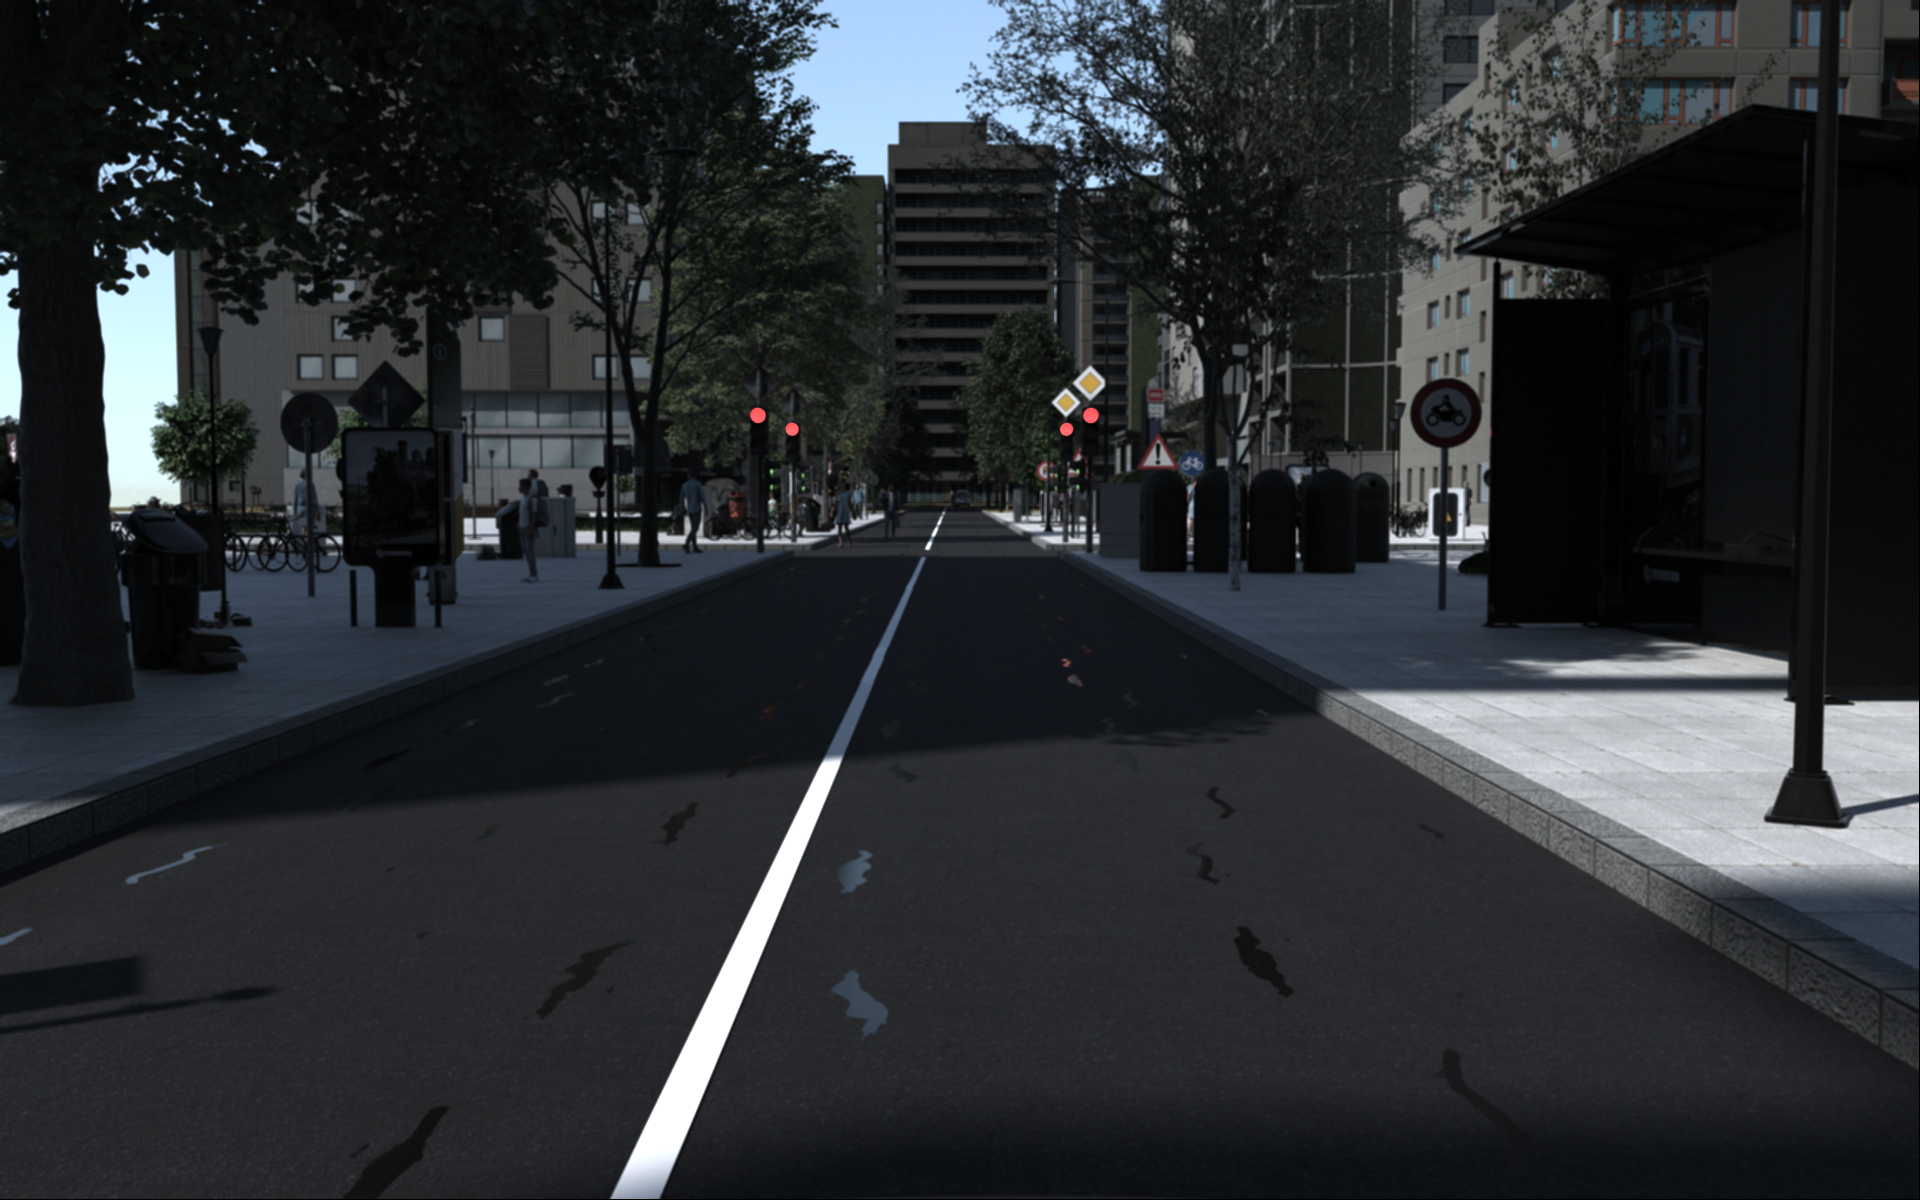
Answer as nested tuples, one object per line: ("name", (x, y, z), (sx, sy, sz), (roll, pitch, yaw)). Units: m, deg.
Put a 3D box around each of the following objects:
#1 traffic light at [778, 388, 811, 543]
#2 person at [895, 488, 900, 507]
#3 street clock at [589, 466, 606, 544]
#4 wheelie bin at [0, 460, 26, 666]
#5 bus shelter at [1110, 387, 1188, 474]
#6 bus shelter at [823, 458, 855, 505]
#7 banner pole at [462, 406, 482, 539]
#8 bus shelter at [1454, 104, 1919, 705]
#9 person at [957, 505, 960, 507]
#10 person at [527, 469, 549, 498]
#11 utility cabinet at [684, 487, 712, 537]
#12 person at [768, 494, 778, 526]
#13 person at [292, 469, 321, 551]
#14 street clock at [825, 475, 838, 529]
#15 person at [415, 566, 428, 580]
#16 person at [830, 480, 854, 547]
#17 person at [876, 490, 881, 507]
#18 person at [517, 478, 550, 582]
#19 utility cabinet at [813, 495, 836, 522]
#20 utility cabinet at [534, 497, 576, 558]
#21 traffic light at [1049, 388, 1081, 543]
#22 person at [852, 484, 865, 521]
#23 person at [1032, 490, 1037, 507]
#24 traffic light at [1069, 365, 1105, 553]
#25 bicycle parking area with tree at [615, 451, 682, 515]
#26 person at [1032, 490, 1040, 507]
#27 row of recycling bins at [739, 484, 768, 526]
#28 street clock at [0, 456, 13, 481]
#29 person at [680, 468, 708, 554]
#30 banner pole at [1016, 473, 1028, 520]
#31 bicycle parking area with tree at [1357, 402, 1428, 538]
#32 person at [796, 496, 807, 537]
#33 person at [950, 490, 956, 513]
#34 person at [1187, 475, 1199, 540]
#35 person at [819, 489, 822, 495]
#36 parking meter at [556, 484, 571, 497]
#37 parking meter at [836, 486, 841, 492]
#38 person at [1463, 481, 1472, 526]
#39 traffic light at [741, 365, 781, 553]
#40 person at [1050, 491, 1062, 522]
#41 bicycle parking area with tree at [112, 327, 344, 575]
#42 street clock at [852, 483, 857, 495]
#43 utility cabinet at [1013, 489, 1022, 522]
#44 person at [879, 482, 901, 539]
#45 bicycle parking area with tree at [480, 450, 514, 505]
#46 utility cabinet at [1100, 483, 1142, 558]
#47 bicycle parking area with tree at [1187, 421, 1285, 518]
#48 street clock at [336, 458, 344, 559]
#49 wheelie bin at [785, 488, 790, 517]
("traffic light", (-4.383, -3.476, 45.750), (0.839, 4.253, 0.868), (0, 4, 0))
("person", (-5.098, -8.193, 140.674), (0.551, 1.740, 0.621), (1, 4, 22))
("street clock", (-9.367, -2.468, 44.930), (0.471, 2.002, 0.358), (-1, 4, -12))
("wheelie bin", (-7.137, -0.327, 13.259), (0.693, 1.594, 0.980), (-2, 4, -28))
("bus shelter", (6.662, -5.213, 62.871), (2.179, 5.291, 8.768), (0, 4, 0))
("bus shelter", (-7.953, -7.550, 114.727), (1.731, 3.624, 6.357), (0, 3, 0))
("banner pole", (-14.066, -3.621, 49.226), (0.863, 3.779, 0.401), (-1, 4, -18))
("bus shelter", (5.601, -1.364, 13.586), (1.731, 3.624, 6.357), (0, 4, 0))
("person", (-0.172, -11.260, 193.535), (0.436, 1.711, 0.756), (-1, 4, -12))
("person", (-9.382, -1.979, 38.506), (0.850, 1.850, 0.679), (2, 4, 26))
("utility cabinet", (-7.726, -2.589, 51.003), (0.318, 1.500, 1.173), (-3, 4, -36))
("person", (-7.376, -3.552, 68.369), (0.306, 1.304, 0.590), (-2, 4, -31))
("person", (-14.074, -1.904, 37.197), (0.581, 1.822, 0.654), (0, 4, 4))
("street clock", (-4.765, -3.656, 64.343), (0.358, 2.002, 0.471), (3, 4, 37))
("person", (-8.012, -0.947, 25.800), (0.394, 1.301, 0.425), (2, 4, 24))
("person", (-3.177, -2.330, 46.685), (0.616, 1.811, 0.778), (1, 4, 15))
("person", (-8.054, -10.068, 171.321), (0.551, 1.740, 0.621), (-1, 4, -13))
("person", (-6.299, -1.023, 25.360), (0.503, 1.515, 0.523), (2, 4, 23))
("utility cabinet", (-6.247, -4.217, 80.110), (1.020, 1.237, 0.306), (-1, 4, -18))
("utility cabinet", (-8.252, -1.468, 35.165), (1.020, 1.237, 0.306), (3, 4, 37))
("traffic light", (2.778, -3.479, 45.798), (0.839, 4.253, 0.868), (0, 4, 0))
("person", (-4.866, -4.705, 83.319), (0.601, 1.785, 0.444), (2, 4, 28))
("person", (7.563, -10.330, 175.608), (0.551, 1.740, 0.621), (1, 4, 14))
("traffic light", (2.813, -2.990, 37.813), (0.839, 4.253, 0.868), (0, 4, 0))
("bicycle parking area with tree", (-18.065, -7.605, 111.345), (9.016, 4.147, 8.231), (0, 4, -2))
("person", (7.715, -10.076, 171.300), (1.217, 1.766, 0.721), (0, 4, 4))
("row of recycling bins", (-8.593, -3.939, 71.523), (1.069, 1.692, 3.534), (0, 4, 3))
("street clock", (-18.395, -1.759, 33.331), (0.358, 2.002, 0.471), (0, 4, -7))
("person", (-5.831, -1.934, 37.521), (0.638, 1.841, 0.748), (3, 4, 39))
("banner pole", (3.082, -5.772, 84.381), (0.863, 3.779, 0.401), (-2, 4, -25))
("bicycle parking area with tree", (16.121, -4.048, 53.187), (8.231, 4.147, 9.016), (3, 5, 44))
("person", (-4.766, -2.471, 51.457), (0.382, 1.210, 0.505), (-2, 4, -26))
("person", (-0.548, -7.542, 132.731), (0.541, 1.710, 0.530), (-3, 5, -39))
("person", (6.533, -2.554, 47.893), (0.616, 1.811, 0.778), (2, 4, 31))
("person", (-11.485, -8.232, 141.466), (1.217, 1.723, 0.721), (3, 4, 39))
("parking meter", (-10.280, -2.236, 44.971), (0.372, 1.533, 0.369), (0, 3, 0))
("parking meter", (-7.374, -6.127, 105.881), (0.255, 1.863, 0.399), (-2, 4, -30))
("person", (20.055, -3.838, 68.964), (0.661, 1.801, 0.590), (-2, 4, -32))
("traffic light", (-4.348, -2.987, 37.765), (0.839, 4.253, 0.868), (0, 4, 0))
("person", (4.375, -4.489, 79.778), (0.599, 1.781, 0.374), (1, 4, 18))
("bicycle parking area with tree", (-13.985, -2.481, 27.564), (9.016, 4.147, 8.231), (2, 4, 35))
("street clock", (-6.271, -6.025, 103.079), (0.358, 2.002, 0.471), (-1, 4, -22))
("utility cabinet", (2.666, -4.366, 80.062), (0.318, 1.500, 1.173), (0, 4, -2))
("person", (-2.168, -2.852, 55.109), (0.794, 1.824, 0.713), (0, 4, 5))
("bicycle parking area with tree", (-33.247, -7.826, 114.954), (8.231, 4.147, 9.016), (2, 4, 29))
("utility cabinet", (3.388, -1.593, 34.724), (1.173, 1.500, 0.318), (2, 4, 34))
("bicycle parking area with tree", (14.323, -4.924, 67.517), (8.231, 4.147, 9.016), (3, 4, 37))
("street clock", (-12.160, -1.825, 34.413), (0.471, 2.002, 0.358), (3, 5, 40))
("wheelie bin", (-9.583, -5.420, 96.522), (0.980, 1.594, 0.693), (2, 4, 29))
